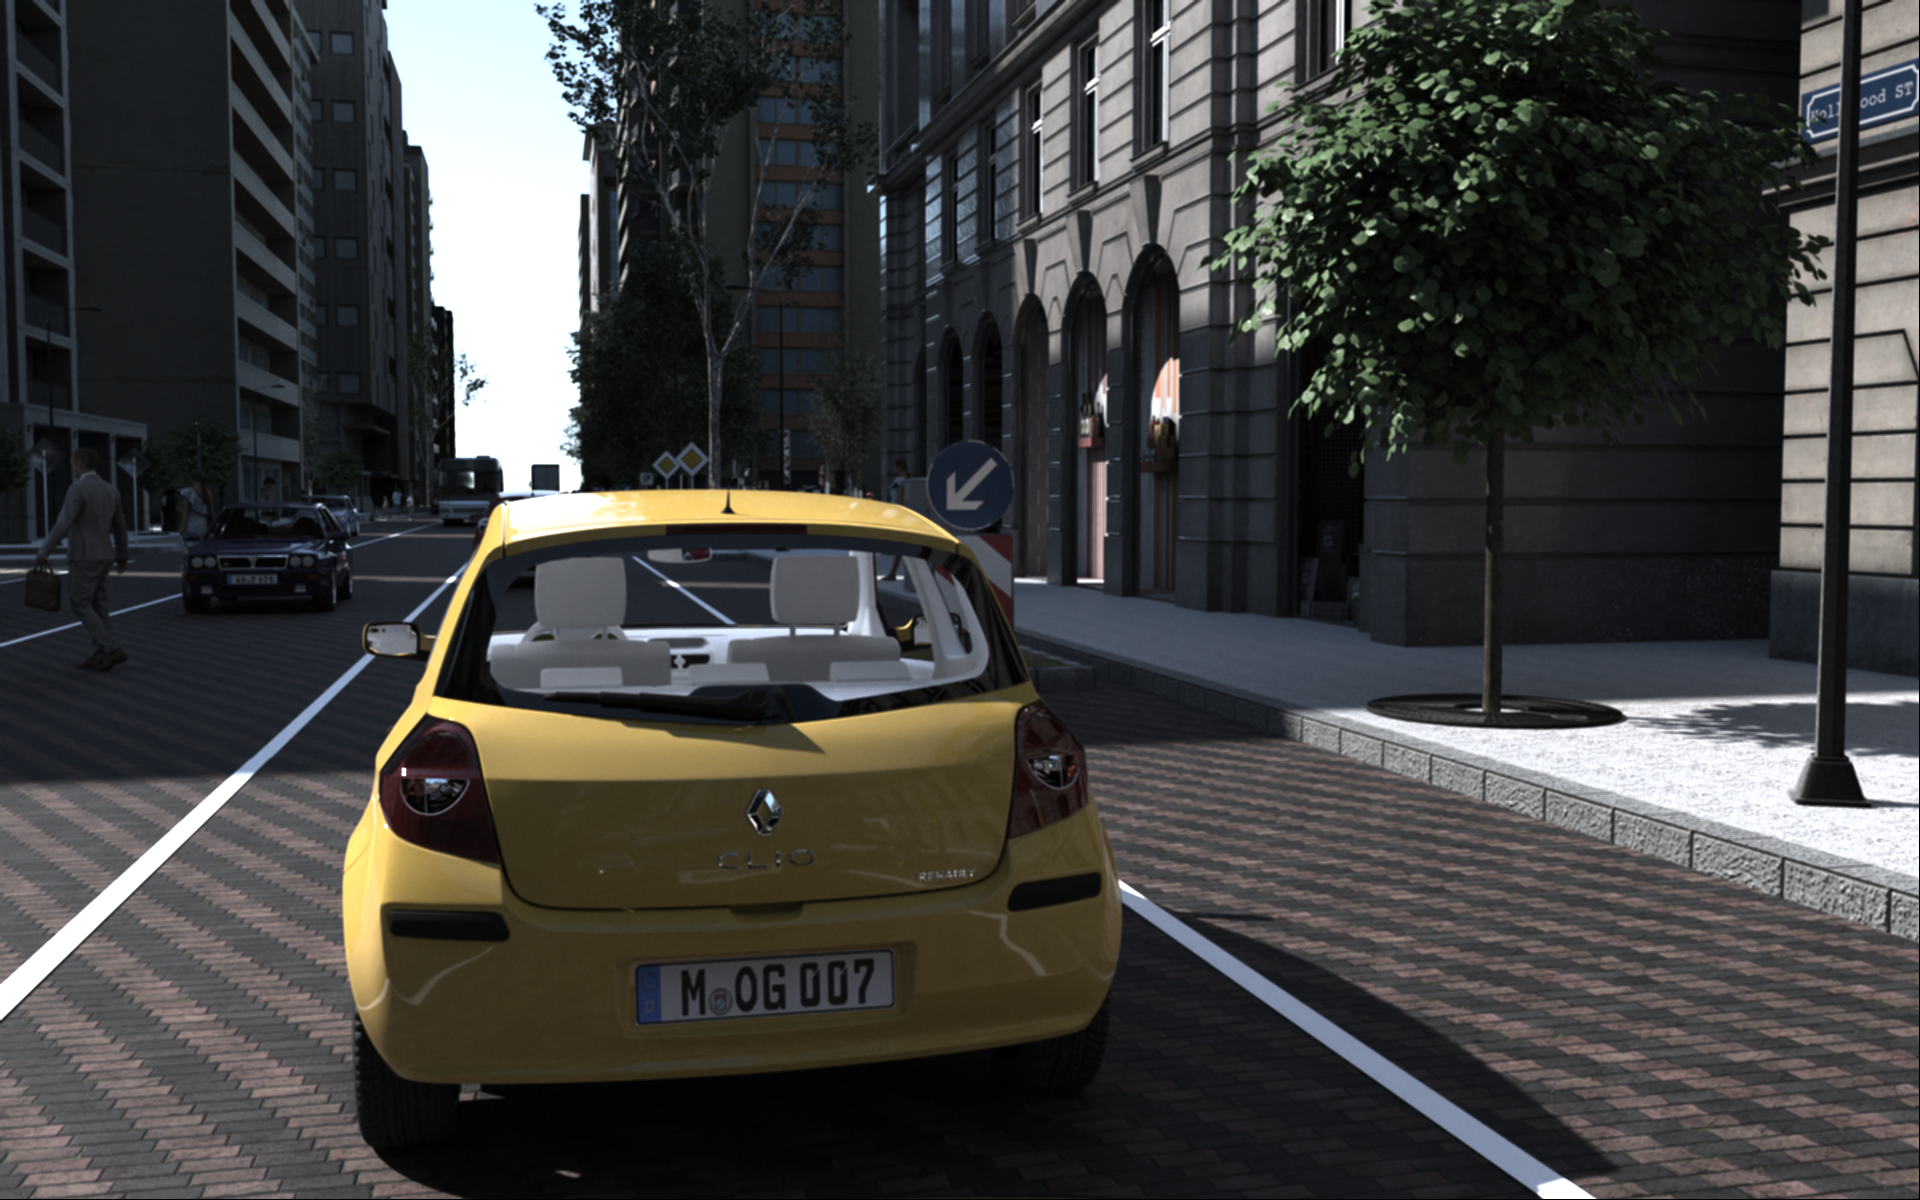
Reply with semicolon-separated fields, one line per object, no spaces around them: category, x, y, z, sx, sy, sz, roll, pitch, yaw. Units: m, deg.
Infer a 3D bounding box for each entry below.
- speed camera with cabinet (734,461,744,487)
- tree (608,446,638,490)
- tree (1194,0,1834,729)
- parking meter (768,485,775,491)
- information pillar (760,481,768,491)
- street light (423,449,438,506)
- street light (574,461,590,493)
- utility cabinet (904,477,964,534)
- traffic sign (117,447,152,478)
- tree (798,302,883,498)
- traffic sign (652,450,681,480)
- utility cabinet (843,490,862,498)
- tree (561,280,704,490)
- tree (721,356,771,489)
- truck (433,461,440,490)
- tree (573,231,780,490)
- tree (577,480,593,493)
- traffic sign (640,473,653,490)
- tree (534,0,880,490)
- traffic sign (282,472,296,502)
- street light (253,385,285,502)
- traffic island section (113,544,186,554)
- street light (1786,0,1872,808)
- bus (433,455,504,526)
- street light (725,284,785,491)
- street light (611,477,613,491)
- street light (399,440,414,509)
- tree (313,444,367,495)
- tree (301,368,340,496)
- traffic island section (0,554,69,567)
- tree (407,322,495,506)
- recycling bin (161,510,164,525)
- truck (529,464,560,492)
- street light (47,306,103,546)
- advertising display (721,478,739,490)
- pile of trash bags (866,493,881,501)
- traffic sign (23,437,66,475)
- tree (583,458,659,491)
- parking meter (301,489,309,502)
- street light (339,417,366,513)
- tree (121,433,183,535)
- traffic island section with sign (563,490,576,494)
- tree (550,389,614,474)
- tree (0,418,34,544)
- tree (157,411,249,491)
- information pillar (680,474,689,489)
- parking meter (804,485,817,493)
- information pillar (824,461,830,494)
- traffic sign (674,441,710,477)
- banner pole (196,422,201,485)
speed camera with cabinet;-12.069;-6.185;95.457;0.660;3.252;2.038;-1;4;-20
tree;-22.843;-10.453;121.267;4.737;8.622;4.395;0;3;0
tree;3.062;-1.613;10.087;4.285;4.588;4.351;0;3;0
parking meter;-11.578;-6.153;106.312;0.399;1.863;0.255;-1;4;-21
information pillar;-10.823;-5.580;95.731;0.304;2.012;0.304;2;4;26
street light;-55.068;-12.675;179.770;1.470;5.913;1.316;-1;4;-14
street light;-46.187;-14.619;211.564;1.470;5.913;1.316;-1;4;-14
utility cabinet;-0.341;-0.838;22.383;0.318;1.500;1.173;-2;4;-29
traffic sign;-20.508;-2.498;43.037;0.795;2.593;0.064;-1;4;-14
tree;-4.086;-7.161;67.452;4.360;8.622;3.978;0;3;0
traffic sign;-7.773;-2.684;46.078;0.795;2.593;0.064;-1;4;-14
utility cabinet;-6.226;-5.620;100.568;1.173;1.500;0.318;2;4;32
tree;-19.056;-12.085;104.239;9.857;13.997;8.962;0;3;0
tree;-11.206;-8.320;86.388;4.360;8.622;3.978;0;3;0
truck;-40.980;-9.280;141.493;2.967;4.110;18.799;-1;4;-13
tree;-12.399;-9.715;75.843;9.611;12.733;9.660;0;3;0
tree;-47.517;-13.766;219.671;1.663;3.219;1.824;0;3;0
traffic sign;-14.998;-4.940;82.896;0.606;2.300;0.079;-1;4;-12
tree;-6.861;-12.262;56.370;12.611;20.169;13.585;0;3;0
traffic sign;-31.522;-4.849;81.406;0.606;2.300;0.079;-1;4;-13
street light;-29.382;-6.183;73.633;1.470;5.913;1.316;-1;4;-14
traffic island section;-20.529;-1.273;43.099;2.009;0.180;2.903;-1;4;-14
street light;3.097;-2.103;6.931;1.470;5.913;1.316;-1;4;-14
bus;-22.819;-5.280;81.187;2.948;3.499;13.247;-1;4;-14
street light;-4.512;-4.041;38.606;1.470;5.913;1.316;-1;4;-14
street light;-27.148;-9.767;132.229;1.470;5.913;1.316;-1;4;-14
street light;-47.605;-10.790;148.963;1.470;5.913;1.316;-1;4;-14
tree;-40.435;-7.908;113.015;4.285;4.588;4.351;0;3;0
tree;-37.720;-9.154;100.032;4.360;8.622;3.978;0;3;0
traffic island section;-18.655;-0.798;35.336;2.009;0.180;2.903;-1;4;-14
tree;-56.987;-20.346;188.550;12.611;20.169;13.585;0;3;0
recycling bin;-32.792;-3.640;72.065;0.722;1.027;0.722;-1;4;-16
truck;-39.881;-10.853;166.365;2.839;4.237;11.283;-1;4;-15
street light;-21.879;-4.299;42.835;1.470;5.913;1.316;-1;4;-14
advertising display;-9.411;-3.959;69.948;0.974;1.923;0.123;0;4;7
pile of trash bags;-5.630;-6.849;121.729;1.912;1.369;3.447;2;4;26
traffic sign;-18.634;-2.023;35.274;0.795;2.593;0.064;-1;4;-14
tree;-21.627;-7.972;114.053;4.285;4.588;4.351;0;3;0
parking meter;-33.882;-4.967;89.622;0.372;1.533;0.369;0;3;0
street light;-36.813;-8.068;104.448;1.470;5.913;1.316;-1;4;-14
tree;-25.361;-3.668;54.569;1.663;3.219;1.824;0;3;0
traffic island section with sign;-37.731;-9.807;168.965;1.989;1.847;2.006;-1;4;-14
tree;-42.475;-17.790;201.240;12.009;13.543;11.850;0;3;0
tree;-24.649;-3.052;44.500;1.663;3.219;1.824;0;3;0
tree;-29.928;-5.183;68.456;4.285;4.588;4.351;0;3;0
information pillar;-10.240;-3.672;64.536;0.304;2.012;0.304;-1;4;-14
parking meter;-4.197;-2.454;48.527;0.372;1.533;0.369;0;3;0
information pillar;-9.314;-7.954;121.406;0.183;3.616;0.504;3;5;41
traffic sign;-5.899;-2.209;38.314;0.795;2.593;0.064;-1;4;-14
banner pole;-26.550;-4.310;60.491;0.401;3.779;0.863;-2;4;-31
